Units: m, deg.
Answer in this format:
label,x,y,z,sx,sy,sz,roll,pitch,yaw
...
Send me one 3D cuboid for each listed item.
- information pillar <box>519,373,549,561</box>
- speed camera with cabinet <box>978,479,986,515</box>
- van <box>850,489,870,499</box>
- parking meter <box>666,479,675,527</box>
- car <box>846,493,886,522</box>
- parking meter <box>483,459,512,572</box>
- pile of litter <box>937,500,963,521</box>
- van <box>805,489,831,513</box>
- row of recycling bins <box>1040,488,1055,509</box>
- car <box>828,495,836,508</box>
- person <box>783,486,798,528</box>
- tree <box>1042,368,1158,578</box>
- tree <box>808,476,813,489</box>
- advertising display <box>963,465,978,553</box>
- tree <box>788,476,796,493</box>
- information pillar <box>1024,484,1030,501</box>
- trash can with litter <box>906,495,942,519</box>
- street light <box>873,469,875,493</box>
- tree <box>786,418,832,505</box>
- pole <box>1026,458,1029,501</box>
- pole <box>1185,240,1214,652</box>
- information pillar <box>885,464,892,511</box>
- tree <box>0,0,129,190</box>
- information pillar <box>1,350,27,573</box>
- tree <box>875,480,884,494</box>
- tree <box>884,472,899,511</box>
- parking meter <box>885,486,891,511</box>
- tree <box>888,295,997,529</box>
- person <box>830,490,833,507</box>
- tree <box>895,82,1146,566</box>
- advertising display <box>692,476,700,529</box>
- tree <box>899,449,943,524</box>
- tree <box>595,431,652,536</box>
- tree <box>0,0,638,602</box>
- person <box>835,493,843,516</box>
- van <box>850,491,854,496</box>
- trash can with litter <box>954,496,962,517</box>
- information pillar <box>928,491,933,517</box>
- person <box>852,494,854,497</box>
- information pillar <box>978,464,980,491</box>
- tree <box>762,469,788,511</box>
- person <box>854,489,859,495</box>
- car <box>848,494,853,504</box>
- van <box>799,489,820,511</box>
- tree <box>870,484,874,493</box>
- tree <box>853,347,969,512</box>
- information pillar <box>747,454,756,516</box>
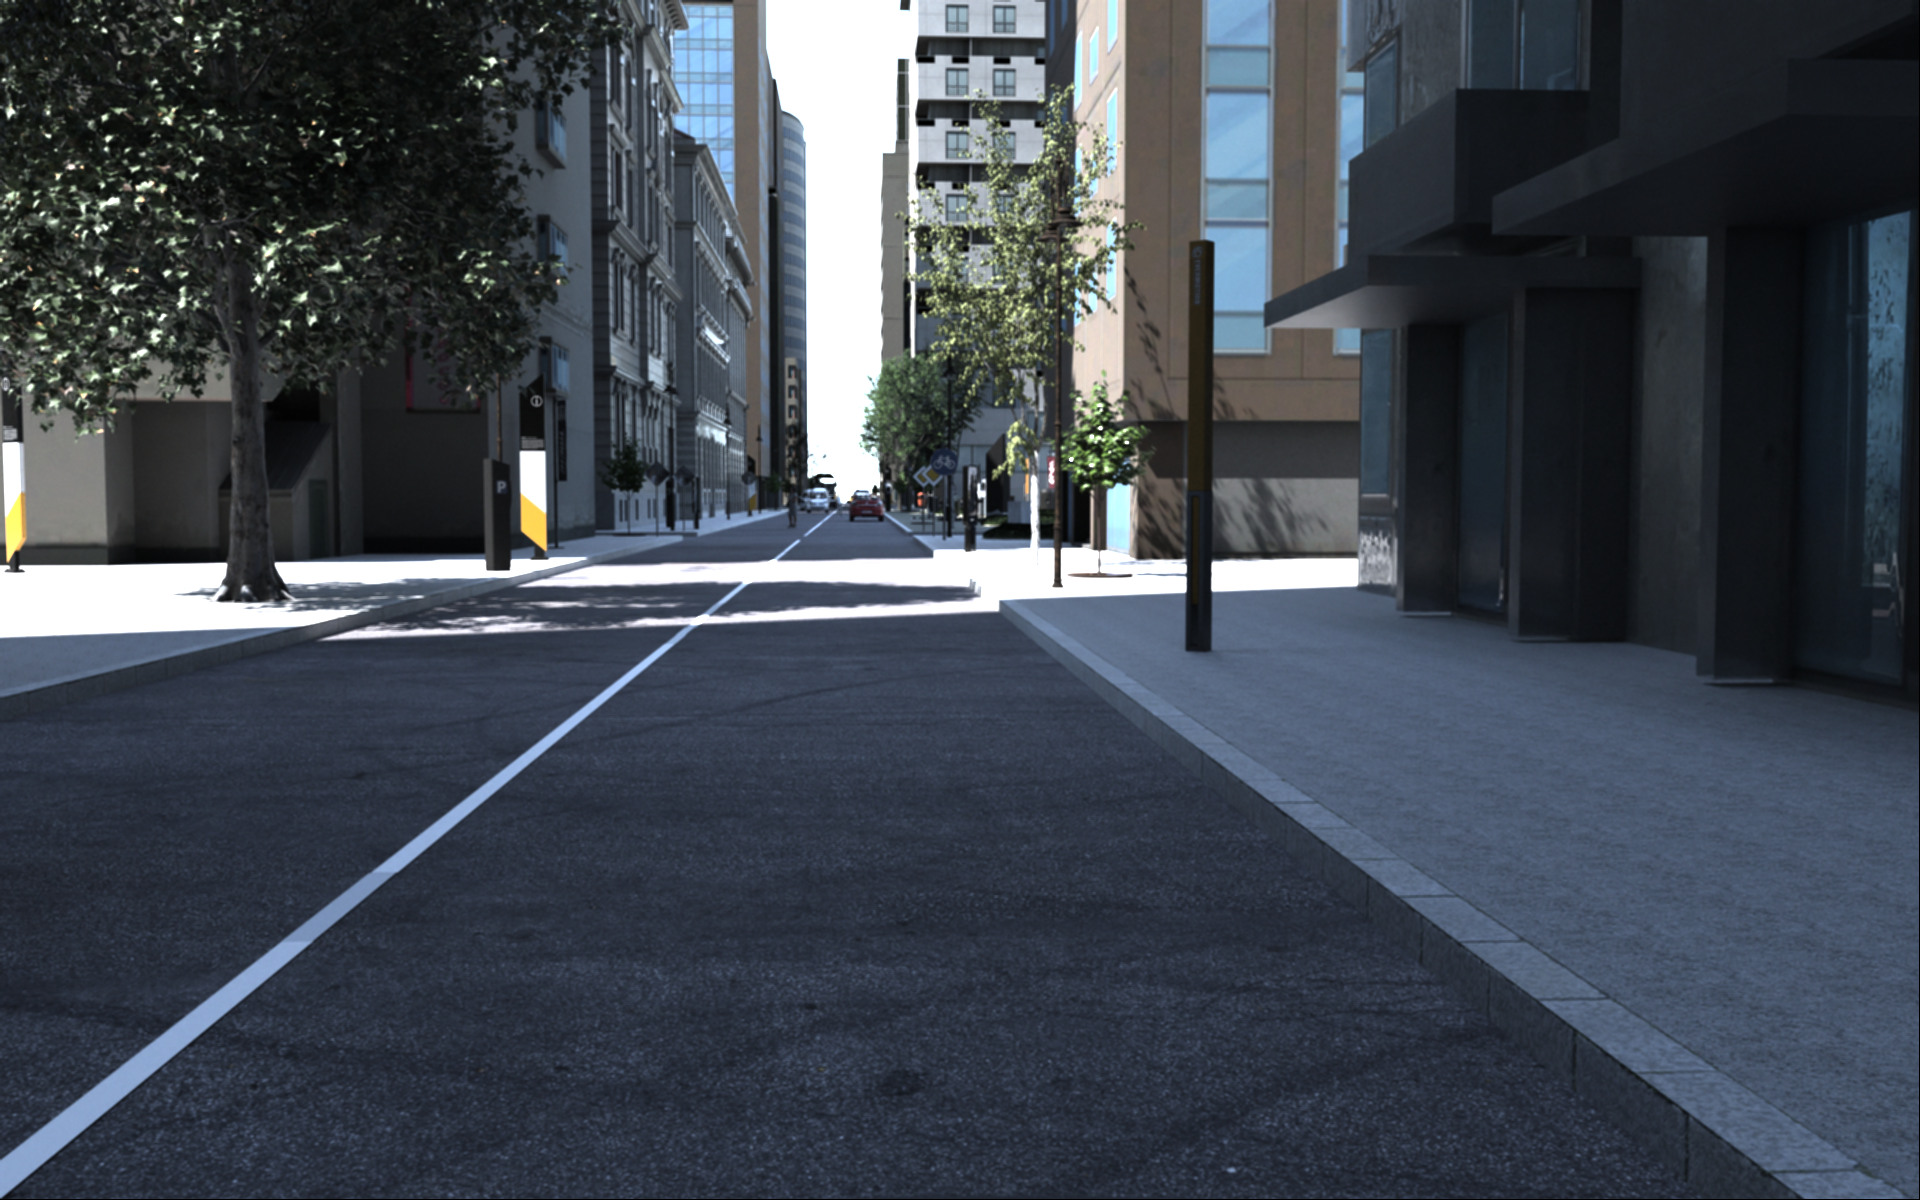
label,x,y,z,sx,sy,sz,roll,pitch,yaw
information pillar,-8.213,-2.570,33.382,0.504,3.616,0.183,-1,4,-10
speed camera with cabinet,1.436,-6.683,103.596,0.660,3.252,2.038,-1,4,-19
van,-8.463,-8.707,149.377,2.013,2.044,4.112,0,4,-5
parking meter,-11.190,-3.744,66.918,0.255,1.863,0.399,1,4,8
car,-4.972,-5.067,91.887,2.155,1.783,4.494,0,4,-4
parking meter,-7.692,-1.414,28.832,0.255,1.863,0.399,3,4,39
pile of litter,-0.484,-4.174,82.206,1.176,0.858,1.719,-3,4,-37
van,-10.935,-7.731,133.407,2.013,2.044,4.112,0,4,-3
row of recycling bins,6.221,-6.720,116.982,1.069,1.692,3.534,1,4,17
car,-13.730,-10.221,179.685,1.945,1.354,3.894,0,4,-4
person,-7.236,-3.972,73.803,0.532,1.782,0.716,-2,4,-33
tree,2.178,-1.957,26.597,1.663,3.219,1.824,0,3,0
tree,-24.766,-18.904,292.794,4.285,4.588,4.351,0,3,0
advertising display,0.227,-2.023,38.296,0.123,1.923,0.974,1,4,13
tree,-16.684,-10.517,166.561,1.663,3.219,1.824,0,3,0
information pillar,4.860,-7.409,125.631,0.304,2.012,0.304,1,4,18
trash can with litter,-1.717,-4.792,89.406,2.233,1.210,1.678,-1,4,-9
street light,-11.535,-16.401,240.938,0.468,5.910,1.993,0,4,-3
tree,-19.825,-16.993,212.251,8.767,10.594,7.601,-1,4,-11
pole,3.863,-6.435,99.057,0.158,3.312,0.155,0,3,0
pole,1.950,-1.237,14.063,0.158,3.312,0.155,0,3,0
information pillar,-5.577,-8.761,134.593,0.504,3.616,0.183,-1,4,-10
tree,-8.031,-3.770,11.999,4.360,8.622,3.978,0,3,0
information pillar,-15.336,-2.245,28.061,0.504,3.616,0.183,2,4,35
tree,-7.473,-11.466,182.077,1.663,3.219,1.824,0,3,0
tree,-4.334,-8.352,131.158,1.663,3.219,1.824,0,3,0
parking meter,-5.345,-7.518,128.623,0.399,1.863,0.255,0,4,2
tree,-0.385,-6.966,64.263,4.360,8.622,3.978,0,3,0
person,-14.285,-11.281,192.575,0.705,1.869,1.348,0,4,-5
tree,1.097,-4.902,30.511,4.737,8.622,4.395,0,3,0
advertising display,-9.695,-3.571,63.595,0.123,1.923,0.974,-1,4,-17
tree,-1.578,-4.869,74.209,1.663,3.219,1.824,0,3,0
tree,-10.183,-3.585,53.217,1.663,3.219,1.824,0,3,0
tree,-8.671,-6.345,20.747,9.611,12.733,9.660,0,3,0
person,-7.790,-6.174,112.038,0.523,1.515,0.503,1,4,22
van,-15.423,-15.419,259.114,2.013,2.044,4.112,0,4,-4
trash can with litter,-0.308,-5.329,98.521,0.624,1.170,1.055,1,4,22
information pillar,-1.670,-5.688,97.494,0.304,2.012,0.304,0,4,-5
person,-12.602,-12.340,210.278,1.348,1.821,0.705,1,4,11
information pillar,1.465,-8.726,134.020,0.183,3.616,0.504,0,4,-8
tree,-14.500,-8.520,133.907,1.663,3.219,1.824,0,3,0
person,-7.728,-7.435,129.917,0.638,1.841,0.748,-2,4,-24
car,-14.442,-14.002,239.157,2.015,1.641,3.980,0,4,-4
van,-12.919,-8.732,149.773,2.013,2.044,4.112,0,4,-3
tree,-14.018,-17.833,286.168,1.663,3.219,1.824,0,3,0
tree,-3.441,-11.954,121.198,9.928,11.665,9.643,0,3,0
information pillar,-12.224,-6.729,101.379,0.504,3.616,0.183,-1,4,-9
